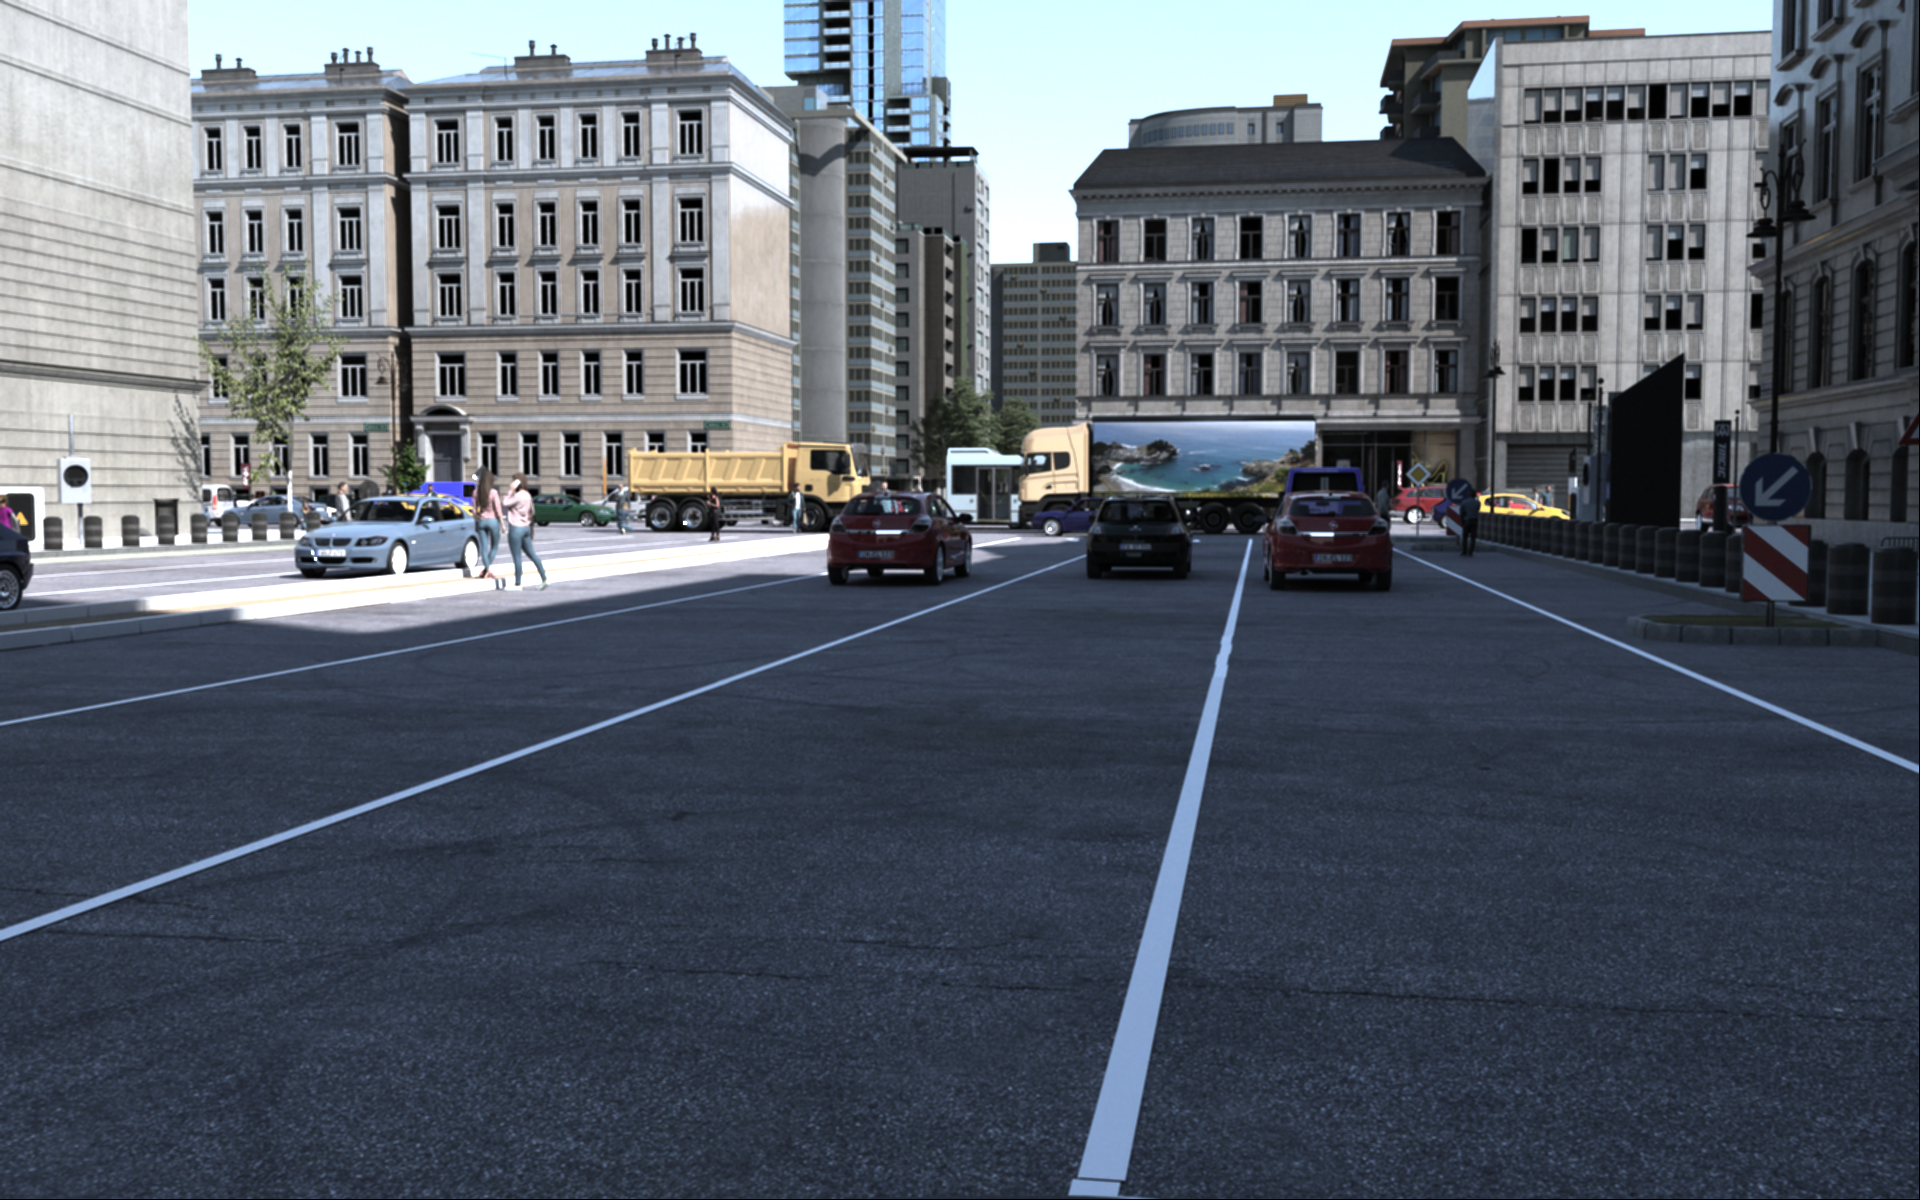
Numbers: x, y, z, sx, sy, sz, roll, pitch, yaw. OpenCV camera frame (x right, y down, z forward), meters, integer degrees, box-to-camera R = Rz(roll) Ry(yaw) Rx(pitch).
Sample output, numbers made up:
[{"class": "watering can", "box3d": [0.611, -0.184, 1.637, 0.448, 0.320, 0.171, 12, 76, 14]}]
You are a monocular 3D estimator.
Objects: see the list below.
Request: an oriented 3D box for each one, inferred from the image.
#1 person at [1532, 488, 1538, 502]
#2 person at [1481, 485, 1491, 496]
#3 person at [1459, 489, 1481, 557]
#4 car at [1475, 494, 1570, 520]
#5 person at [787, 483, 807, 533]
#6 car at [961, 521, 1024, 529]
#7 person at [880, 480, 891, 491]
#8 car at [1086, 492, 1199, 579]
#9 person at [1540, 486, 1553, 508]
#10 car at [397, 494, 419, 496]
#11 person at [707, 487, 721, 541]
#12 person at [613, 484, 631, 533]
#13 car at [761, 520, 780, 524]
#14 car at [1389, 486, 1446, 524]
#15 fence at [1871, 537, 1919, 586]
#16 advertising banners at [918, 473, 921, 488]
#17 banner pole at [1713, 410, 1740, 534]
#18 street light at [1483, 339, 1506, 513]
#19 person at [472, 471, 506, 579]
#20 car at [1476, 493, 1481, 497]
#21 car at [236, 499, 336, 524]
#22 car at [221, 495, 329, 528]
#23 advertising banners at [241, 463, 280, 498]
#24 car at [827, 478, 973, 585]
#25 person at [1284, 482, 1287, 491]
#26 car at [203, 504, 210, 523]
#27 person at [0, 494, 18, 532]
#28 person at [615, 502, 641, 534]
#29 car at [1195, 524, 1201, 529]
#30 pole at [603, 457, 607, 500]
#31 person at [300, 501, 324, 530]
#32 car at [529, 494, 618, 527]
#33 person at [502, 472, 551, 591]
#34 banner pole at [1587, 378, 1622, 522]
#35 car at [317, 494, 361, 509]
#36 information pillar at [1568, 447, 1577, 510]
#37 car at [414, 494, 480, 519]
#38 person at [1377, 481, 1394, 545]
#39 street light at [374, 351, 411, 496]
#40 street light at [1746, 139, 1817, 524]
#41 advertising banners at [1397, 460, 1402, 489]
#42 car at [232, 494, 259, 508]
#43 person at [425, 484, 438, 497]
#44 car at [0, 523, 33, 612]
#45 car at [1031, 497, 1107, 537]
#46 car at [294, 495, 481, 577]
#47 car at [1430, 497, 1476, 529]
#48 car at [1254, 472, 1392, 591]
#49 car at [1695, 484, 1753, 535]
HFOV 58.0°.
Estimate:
[{"class": "person", "box3d": [27.472, -4.494, 82.730, 0.760, 1.731, 0.466, -2, 4, -26]}, {"class": "person", "box3d": [22.990, -4.110, 75.720, 0.654, 1.822, 0.581, -3, 5, -40]}, {"class": "person", "box3d": [11.677, -1.774, 39.725, 0.499, 1.552, 0.429, 2, 4, 31]}, {"class": "car", "box3d": [20.658, -3.296, 64.113, 3.980, 1.641, 2.015, 1, 4, 11]}, {"class": "person", "box3d": [-5.857, -3.317, 62.720, 0.794, 1.824, 0.713, -1, 4, -12]}, {"class": "car", "box3d": [1.161, -3.695, 72.419, 4.499, 1.417, 2.014, 1, 4, 10]}, {"class": "person", "box3d": [-2.095, -2.469, 48.880, 0.660, 1.820, 0.620, -1, 4, -12]}, {"class": "car", "box3d": [3.219, -1.280, 30.713, 2.009, 1.686, 4.222, 1, 4, 9]}, {"class": "person", "box3d": [26.055, -4.176, 76.901, 0.598, 1.807, 0.434, 0, 4, -8]}, {"class": "car", "box3d": [-25.154, -4.146, 78.019, 3.980, 1.641, 2.015, 1, 4, 8]}, {"class": "person", "box3d": [-7.491, -2.598, 52.443, 0.593, 1.643, 0.415, 2, 4, 34]}, {"class": "person", "box3d": [-12.500, -3.381, 63.961, 0.661, 1.801, 0.590, 0, 4, -4]}, {"class": "car", "box3d": [-8.255, -4.380, 83.410, 2.131, 1.459, 4.920, 1, 4, 9]}, {"class": "car", "box3d": [23.299, -4.559, 83.216, 5.304, 1.827, 2.281, 1, 4, 9]}, {"class": "fence", "box3d": [13.733, -0.532, 24.069, 2.069, 0.683, 0.278, 0, 4, -6]}, {"class": "advertising banners", "box3d": [-3.148, -9.179, 146.268, 0.090, 3.025, 2.074, 1, 4, 20]}, {"class": "banner pole", "box3d": [22.876, -3.768, 51.631, 0.863, 3.779, 0.401, 2, 4, 32]}, {"class": "street light", "box3d": [15.962, -4.834, 51.817, 0.468, 5.910, 1.993, 1, 4, 10]}, {"class": "person", "box3d": [-7.926, -1.264, 29.179, 0.555, 1.821, 0.388, 0, 4, -3]}, {"class": "car", "box3d": [24.078, -4.263, 78.742, 4.494, 1.783, 2.155, 1, 4, 9]}, {"class": "car", "box3d": [-31.591, -4.223, 81.409, 4.827, 1.381, 2.083, 1, 4, 9]}, {"class": "car", "box3d": [-29.286, -3.792, 74.004, 4.499, 1.417, 2.014, 1, 4, 11]}, {"class": "advertising banners", "box3d": [-39.490, -6.214, 97.793, 2.074, 3.025, 0.090, -1, 4, -10]}, {"class": "car", "box3d": [-0.932, -1.208, 28.796, 2.155, 1.783, 4.494, 1, 4, 10]}, {"class": "person", "box3d": [10.650, -2.912, 56.092, 0.573, 1.828, 0.580, -1, 4, -17]}, {"class": "car", "box3d": [-32.268, -3.490, 69.062, 4.499, 1.417, 2.014, 1, 4, 11]}, {"class": "person", "box3d": [-17.209, -1.199, 31.332, 0.726, 1.435, 0.776, 0, 4, -1]}, {"class": "person", "box3d": [-12.106, -2.960, 62.391, 1.012, 1.151, 0.738, 2, 4, 31]}, {"class": "car", "box3d": [8.641, -3.584, 71.176, 3.894, 1.354, 1.945, 1, 4, 9]}, {"class": "pole", "box3d": [-19.501, -6.195, 95.125, 0.158, 3.312, 0.155, 0, 3, 0]}, {"class": "person", "box3d": [-24.678, -3.168, 65.788, 1.012, 1.151, 0.738, -3, 5, -44]}, {"class": "car", "box3d": [-17.599, -3.988, 76.994, 4.920, 1.459, 2.131, 1, 4, 11]}, {"class": "person", "box3d": [-6.457, -1.020, 25.768, 0.643, 1.750, 0.593, 1, 4, 11]}, {"class": "banner pole", "box3d": [14.033, -2.897, 37.383, 0.863, 3.779, 0.401, 1, 4, 18]}, {"class": "car", "box3d": [-32.521, -5.057, 92.470, 4.222, 1.686, 2.009, 1, 4, 10]}, {"class": "information pillar", "box3d": [30.274, -5.761, 85.551, 0.183, 3.616, 0.504, -1, 4, -23]}, {"class": "car", "box3d": [-21.150, -3.713, 70.924, 3.980, 1.641, 2.015, 1, 4, 10]}, {"class": "person", "box3d": [11.900, -2.448, 48.618, 0.391, 1.810, 0.635, -1, 4, -10]}, {"class": "street light", "box3d": [-18.377, -5.105, 56.256, 0.468, 5.910, 1.993, 1, 4, 10]}, {"class": "street light", "box3d": [10.855, -3.073, 23.039, 0.468, 5.910, 1.993, 1, 4, 10]}, {"class": "advertising banners", "box3d": [23.271, -5.748, 90.159, 2.074, 3.025, 0.090, -3, 5, -44]}, {"class": "car", "box3d": [-38.434, -5.107, 93.287, 4.222, 1.686, 2.009, 1, 4, 10]}, {"class": "person", "box3d": [-20.517, -3.598, 67.305, 0.794, 1.824, 0.713, 2, 4, 31]}, {"class": "car", "box3d": [-12.495, -0.428, 19.582, 1.945, 1.354, 3.894, 1, 4, 11]}, {"class": "car", "box3d": [4.406, -2.832, 58.891, 3.894, 1.354, 1.945, 1, 4, 11]}, {"class": "car", "box3d": [-10.159, -1.171, 31.156, 2.014, 1.417, 4.499, 1, 4, 10]}, {"class": "car", "box3d": [21.587, -3.638, 72.062, 3.894, 1.354, 1.945, 1, 4, 11]}, {"class": "car", "box3d": [5.729, -1.115, 27.275, 2.155, 1.783, 4.494, 0, 4, 8]}, {"class": "car", "box3d": [28.133, -3.294, 62.526, 2.281, 1.827, 5.304, 1, 4, 9]}]
